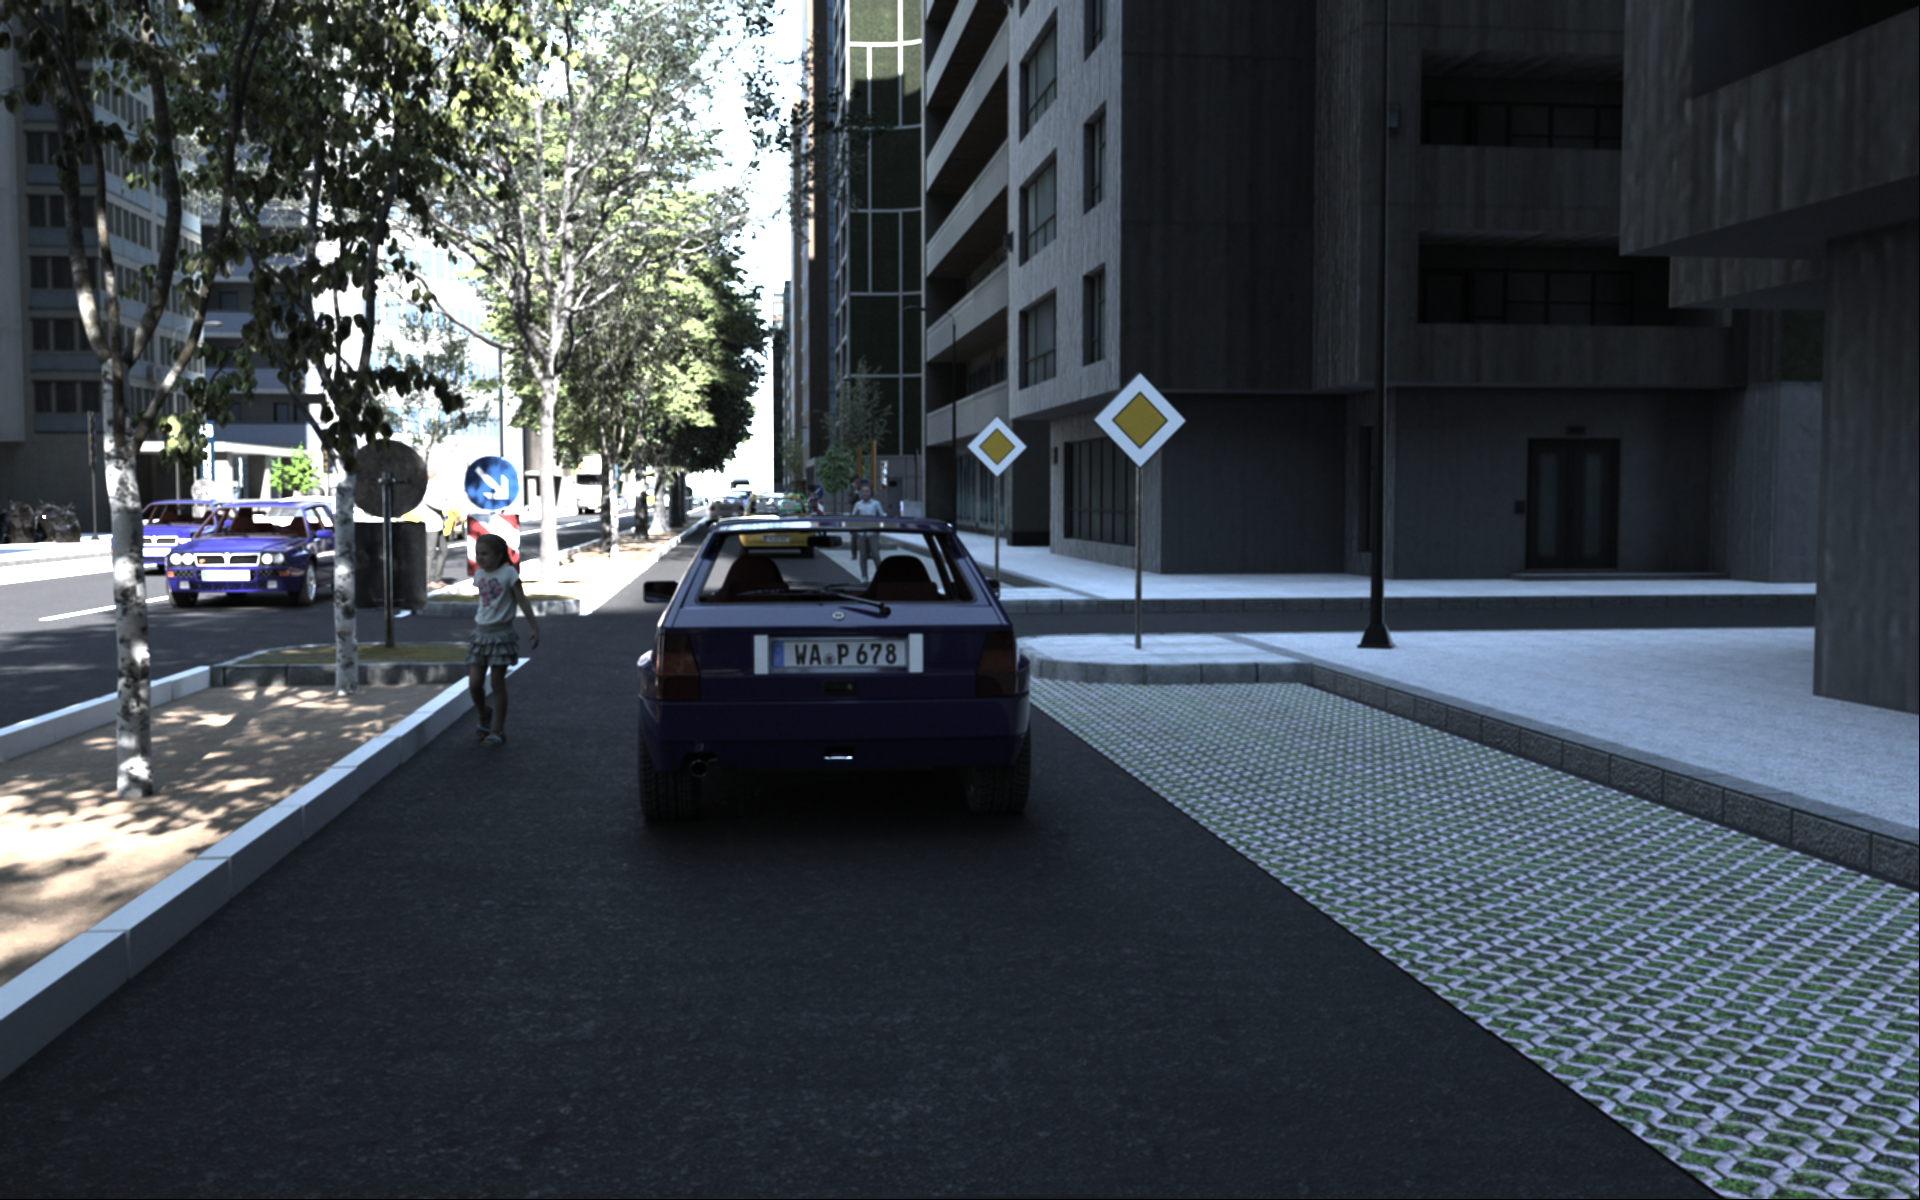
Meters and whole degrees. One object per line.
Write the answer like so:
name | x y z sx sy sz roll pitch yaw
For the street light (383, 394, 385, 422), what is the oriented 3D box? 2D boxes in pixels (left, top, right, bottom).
street light | -24.044 -6.208 74.034 1.470 5.913 1.316 0 4 -7

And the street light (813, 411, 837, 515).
street light | -7.510 -7.587 96.588 1.470 5.913 1.316 0 4 -7

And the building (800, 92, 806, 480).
building | -3.312 -30.859 159.169 22.147 44.769 28.867 0 4 -7

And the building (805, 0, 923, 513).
building | -0.130 -41.637 119.011 20.563 71.187 20.611 0 4 -7

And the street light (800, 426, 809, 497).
street light | -10.282 -8.966 119.137 1.470 5.913 1.316 0 4 -7

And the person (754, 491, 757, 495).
person | -26.670 -13.305 226.054 1.348 1.823 0.705 0 4 -3

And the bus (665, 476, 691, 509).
bus | -27.063 -10.384 164.642 2.948 3.499 13.247 0 4 -7

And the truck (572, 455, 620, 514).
truck | -26.147 -8.329 125.085 2.839 4.237 11.283 0 4 -8

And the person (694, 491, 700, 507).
person | -28.861 -11.119 190.380 0.705 1.814 1.350 -2 4 -34

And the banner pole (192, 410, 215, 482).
banner pole | -22.662 -3.780 51.815 0.863 3.779 0.401 0 4 6

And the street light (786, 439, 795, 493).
street light | -13.672 -10.587 145.631 1.470 5.913 1.316 0 4 -7

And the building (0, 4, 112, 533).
building | -40.987 -22.494 59.659 32.217 40.220 23.993 0 4 -7

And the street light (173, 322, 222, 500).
street light | -20.565 -4.538 46.736 1.470 5.913 1.316 0 4 -7

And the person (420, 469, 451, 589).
person | -7.971 -1.079 26.331 0.473 1.802 0.592 0 4 6

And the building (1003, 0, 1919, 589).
building | 8.723 -15.836 30.613 14.107 30.474 14.160 0 4 -7

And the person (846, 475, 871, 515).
person | -2.145 -1.799 37.720 0.655 1.846 0.447 -2 4 -24

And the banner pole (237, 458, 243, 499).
banner pole | -35.289 -5.803 84.894 0.401 3.779 0.863 -3 4 -38

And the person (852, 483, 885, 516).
person | -1.447 -1.028 27.125 0.589 1.601 0.330 1 4 18

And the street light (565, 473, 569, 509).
street light | -33.836 -10.926 151.186 1.470 5.913 1.316 0 4 -7

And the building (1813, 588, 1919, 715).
building | 11.089 -14.445 7.874 14.160 30.474 14.107 0 4 -7

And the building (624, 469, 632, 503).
building | -52.379 -28.355 235.300 14.160 30.474 14.107 0 4 -7

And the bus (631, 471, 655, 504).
bus | -33.830 -12.048 188.526 2.896 3.916 12.252 0 4 -6

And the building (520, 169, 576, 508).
building | -41.844 -23.308 152.789 14.160 30.474 14.107 0 4 -7

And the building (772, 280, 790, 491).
building | -19.872 -29.131 247.991 14.160 30.474 14.107 0 4 -7

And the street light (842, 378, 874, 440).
street light | -4.030 -5.933 69.549 1.470 5.913 1.316 0 4 -7

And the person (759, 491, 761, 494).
person | -19.327 -9.730 168.108 1.217 1.766 0.721 1 4 22

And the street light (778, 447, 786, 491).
street light | -17.110 -12.238 172.634 1.470 5.913 1.316 0 4 -7

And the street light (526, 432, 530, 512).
street light | -30.355 -9.248 123.751 1.470 5.913 1.316 0 4 -7

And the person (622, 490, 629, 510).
person | -29.736 -8.884 154.197 0.568 1.767 0.683 3 5 40

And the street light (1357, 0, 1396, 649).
street light | 2.958 -2.554 14.293 1.470 5.913 1.316 0 4 -7

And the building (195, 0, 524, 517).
building | -39.681 -34.510 106.241 21.231 58.520 28.212 0 4 -7

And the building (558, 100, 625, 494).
building | -53.426 -36.163 214.968 21.300 48.544 21.600 0 4 -7

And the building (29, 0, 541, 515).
building | -48.439 -26.916 131.955 32.217 40.220 23.993 0 4 -7

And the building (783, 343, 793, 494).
building | -7.630 -22.565 213.983 27.650 21.520 28.899 0 4 -7

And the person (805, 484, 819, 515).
person | -4.374 -2.608 51.977 0.643 1.720 0.563 -1 4 -16

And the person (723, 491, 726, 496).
person | -21.936 -9.308 161.618 0.436 1.711 0.756 0 4 7

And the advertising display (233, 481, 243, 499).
advertising display | -36.537 -5.036 87.559 0.974 1.923 0.123 3 5 40

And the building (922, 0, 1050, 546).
building | 10.530 -26.242 52.767 21.300 48.544 21.600 0 4 -7

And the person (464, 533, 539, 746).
person | -2.615 0.217 9.962 0.505 1.210 0.382 1 4 18

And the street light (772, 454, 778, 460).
street light | -20.743 -13.985 201.201 1.470 5.913 1.316 0 4 -7

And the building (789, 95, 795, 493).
building | -11.615 -33.086 191.072 14.600 45.320 14.200 0 4 -7

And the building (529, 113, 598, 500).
building | -50.883 -32.746 190.017 22.147 44.769 28.867 0 4 -7

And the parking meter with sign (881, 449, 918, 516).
parking meter with sign | -2.514 -4.317 66.846 1.738 3.016 0.543 0 4 1

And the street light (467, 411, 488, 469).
street light | -26.858 -7.582 96.506 1.470 5.913 1.316 0 4 -7

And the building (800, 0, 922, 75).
building | -5.377 -29.793 137.226 14.600 45.320 14.200 0 4 -7

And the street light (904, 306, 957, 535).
street light | -0.682 -4.312 43.049 1.470 5.913 1.316 0 4 -7
